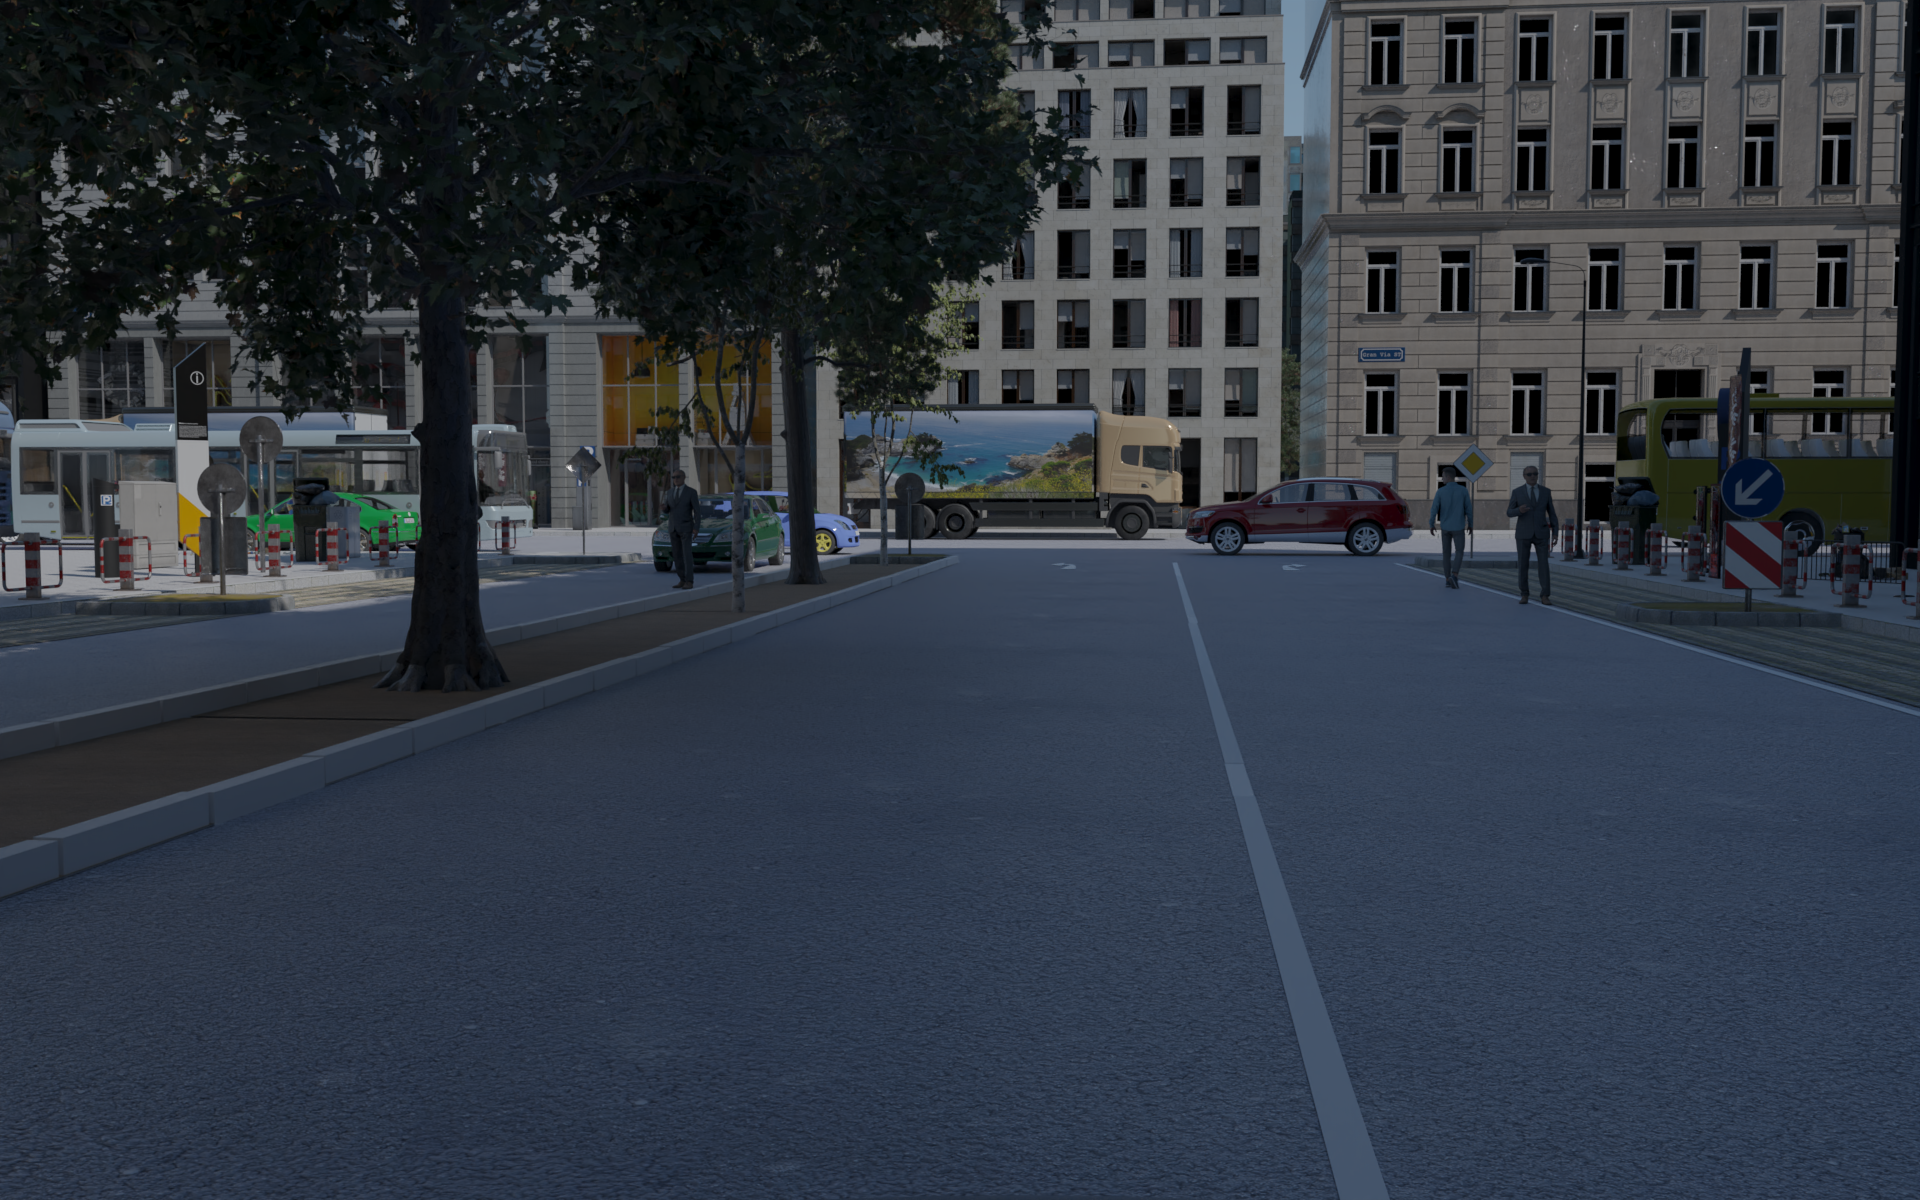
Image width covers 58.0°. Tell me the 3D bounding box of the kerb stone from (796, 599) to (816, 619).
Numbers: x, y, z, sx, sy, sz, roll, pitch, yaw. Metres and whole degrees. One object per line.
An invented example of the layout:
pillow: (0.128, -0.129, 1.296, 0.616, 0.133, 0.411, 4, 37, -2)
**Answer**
kerb stone: (-1.865, 0.121, 20.223, 0.120, 0.150, 1.000, 0, 4, 6)

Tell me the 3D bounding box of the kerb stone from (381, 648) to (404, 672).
kerb stone: (-4.630, 0.488, 14.361, 0.120, 0.150, 1.000, 0, 4, 6)

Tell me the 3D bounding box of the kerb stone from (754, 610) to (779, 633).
kerb stone: (-2.094, 0.246, 18.180, 0.120, 0.150, 1.000, 0, 4, 6)

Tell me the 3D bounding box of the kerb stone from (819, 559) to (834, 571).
kerb stone: (-2.576, -0.644, 32.728, 0.120, 0.150, 1.000, 0, 4, 6)

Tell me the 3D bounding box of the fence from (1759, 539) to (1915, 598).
fence: (11.309, -0.431, 22.428, 0.278, 0.683, 2.069, -2, 4, -27)

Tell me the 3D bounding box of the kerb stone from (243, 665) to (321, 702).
kerb stone: (-4.862, 0.604, 12.317, 0.120, 0.150, 1.000, 0, 4, 6)

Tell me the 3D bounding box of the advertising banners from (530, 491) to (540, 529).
advertising banners: (-15.941, -4.052, 62.437, 0.090, 3.025, 2.074, 2, 4, 32)

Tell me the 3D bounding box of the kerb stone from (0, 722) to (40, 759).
kerb stone: (-5.207, 0.792, 9.249, 0.120, 0.150, 1.000, 0, 4, 6)

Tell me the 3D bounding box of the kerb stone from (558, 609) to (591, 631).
kerb stone: (-4.173, 0.233, 18.438, 0.120, 0.150, 1.000, 0, 4, 6)

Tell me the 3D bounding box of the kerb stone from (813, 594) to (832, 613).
kerb stone: (-1.748, 0.058, 21.254, 0.120, 0.150, 1.000, 0, 4, 6)

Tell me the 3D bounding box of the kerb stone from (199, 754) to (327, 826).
kerb stone: (-3.223, 0.874, 7.982, 0.120, 0.150, 1.000, 0, 4, 6)

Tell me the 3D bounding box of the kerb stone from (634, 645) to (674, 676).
kerb stone: (-2.543, 0.503, 14.103, 0.120, 0.150, 1.000, 0, 4, 6)

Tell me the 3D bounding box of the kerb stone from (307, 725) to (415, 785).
kerb stone: (-3.117, 0.807, 9.001, 0.120, 0.150, 1.000, 0, 4, 6)

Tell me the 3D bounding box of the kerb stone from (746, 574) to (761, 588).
kerb stone: (-3.264, -0.269, 26.596, 0.120, 0.150, 1.000, 0, 4, 6)

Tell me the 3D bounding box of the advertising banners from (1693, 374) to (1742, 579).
advertising banners: (11.503, -1.844, 26.329, 0.090, 3.025, 2.074, 0, 4, 7)

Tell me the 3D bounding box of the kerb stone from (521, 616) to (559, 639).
kerb stone: (-4.286, 0.298, 17.420, 0.120, 0.150, 1.000, 0, 4, 6)

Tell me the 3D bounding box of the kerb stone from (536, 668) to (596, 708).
kerb stone: (-2.775, 0.620, 12.062, 0.120, 0.150, 1.000, 0, 4, 6)

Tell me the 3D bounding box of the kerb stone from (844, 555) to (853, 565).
kerb stone: (-2.349, -0.769, 34.782, 0.120, 0.150, 1.000, 0, 4, 6)

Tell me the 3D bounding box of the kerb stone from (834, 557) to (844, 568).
kerb stone: (-2.456, -0.707, 33.763, 0.120, 0.150, 1.000, 0, 4, 6)

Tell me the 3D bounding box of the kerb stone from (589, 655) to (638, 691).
kerb stone: (-2.657, 0.558, 13.084, 0.120, 0.150, 1.000, 0, 4, 6)

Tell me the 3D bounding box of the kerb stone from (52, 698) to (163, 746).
kerb stone: (-5.085, 0.729, 10.276, 0.120, 0.150, 1.000, 0, 4, 6)

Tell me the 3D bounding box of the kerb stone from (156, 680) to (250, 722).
kerb stone: (-4.969, 0.667, 11.297, 0.120, 0.150, 1.000, 0, 4, 6)

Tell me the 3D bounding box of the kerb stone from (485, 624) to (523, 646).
kerb stone: (-4.404, 0.354, 16.401, 0.120, 0.150, 1.000, 0, 4, 6)

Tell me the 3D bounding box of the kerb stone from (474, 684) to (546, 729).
kerb stone: (-2.889, 0.682, 11.041, 0.120, 0.150, 1.000, 0, 4, 6)

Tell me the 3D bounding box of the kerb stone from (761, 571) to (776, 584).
kerb stone: (-3.149, -0.332, 27.620, 0.120, 0.150, 1.000, 0, 4, 6)

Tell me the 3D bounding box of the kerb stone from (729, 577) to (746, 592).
kerb stone: (-3.377, -0.207, 25.578, 0.120, 0.150, 1.000, 0, 4, 6)

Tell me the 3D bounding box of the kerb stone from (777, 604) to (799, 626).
kerb stone: (-1.976, 0.183, 19.200, 0.120, 0.150, 1.000, 0, 4, 6)

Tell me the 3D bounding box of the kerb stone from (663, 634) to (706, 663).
kerb stone: (-2.431, 0.433, 15.124, 0.120, 0.150, 1.000, 0, 4, 6)

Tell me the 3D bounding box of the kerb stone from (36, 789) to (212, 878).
kerb stone: (-3.349, 0.932, 6.965, 0.120, 0.150, 1.000, 0, 4, 6)

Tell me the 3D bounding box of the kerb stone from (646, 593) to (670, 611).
kerb stone: (-3.827, 0.042, 21.503, 0.120, 0.150, 1.000, 0, 4, 6)

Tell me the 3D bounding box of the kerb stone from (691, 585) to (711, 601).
kerb stone: (-3.605, -0.072, 23.542, 0.120, 0.150, 1.000, 0, 4, 6)

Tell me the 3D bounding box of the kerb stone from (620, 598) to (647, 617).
kerb stone: (-3.942, 0.107, 20.485, 0.120, 0.150, 1.000, 0, 4, 6)

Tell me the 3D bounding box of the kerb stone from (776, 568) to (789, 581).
kerb stone: (-3.034, -0.394, 28.638, 0.120, 0.150, 1.000, 0, 4, 6)

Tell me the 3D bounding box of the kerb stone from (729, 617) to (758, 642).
kerb stone: (-2.200, 0.308, 17.161, 0.120, 0.150, 1.000, 0, 4, 6)

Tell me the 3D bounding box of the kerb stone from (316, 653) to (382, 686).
kerb stone: (-4.749, 0.542, 13.338, 0.120, 0.150, 1.000, 0, 4, 6)

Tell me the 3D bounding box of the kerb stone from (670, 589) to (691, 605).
kerb stone: (-3.718, -0.020, 22.522, 0.120, 0.150, 1.000, 0, 4, 6)

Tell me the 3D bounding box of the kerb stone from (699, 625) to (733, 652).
kerb stone: (-2.319, 0.370, 16.142, 0.120, 0.150, 1.000, 0, 4, 6)

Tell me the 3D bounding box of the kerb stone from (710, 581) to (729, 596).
kerb stone: (-3.491, -0.143, 24.559, 0.120, 0.150, 1.000, 0, 4, 6)

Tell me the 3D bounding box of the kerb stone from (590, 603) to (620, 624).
kerb stone: (-4.062, 0.168, 19.467, 0.120, 0.150, 1.000, 0, 4, 6)

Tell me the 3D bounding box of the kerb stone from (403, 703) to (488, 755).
kerb stone: (-2.999, 0.745, 10.022, 0.120, 0.150, 1.000, 0, 4, 6)

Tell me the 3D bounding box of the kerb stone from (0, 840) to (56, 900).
kerb stone: (-3.463, 0.998, 5.942, 0.120, 0.150, 1.000, 0, 4, 6)
